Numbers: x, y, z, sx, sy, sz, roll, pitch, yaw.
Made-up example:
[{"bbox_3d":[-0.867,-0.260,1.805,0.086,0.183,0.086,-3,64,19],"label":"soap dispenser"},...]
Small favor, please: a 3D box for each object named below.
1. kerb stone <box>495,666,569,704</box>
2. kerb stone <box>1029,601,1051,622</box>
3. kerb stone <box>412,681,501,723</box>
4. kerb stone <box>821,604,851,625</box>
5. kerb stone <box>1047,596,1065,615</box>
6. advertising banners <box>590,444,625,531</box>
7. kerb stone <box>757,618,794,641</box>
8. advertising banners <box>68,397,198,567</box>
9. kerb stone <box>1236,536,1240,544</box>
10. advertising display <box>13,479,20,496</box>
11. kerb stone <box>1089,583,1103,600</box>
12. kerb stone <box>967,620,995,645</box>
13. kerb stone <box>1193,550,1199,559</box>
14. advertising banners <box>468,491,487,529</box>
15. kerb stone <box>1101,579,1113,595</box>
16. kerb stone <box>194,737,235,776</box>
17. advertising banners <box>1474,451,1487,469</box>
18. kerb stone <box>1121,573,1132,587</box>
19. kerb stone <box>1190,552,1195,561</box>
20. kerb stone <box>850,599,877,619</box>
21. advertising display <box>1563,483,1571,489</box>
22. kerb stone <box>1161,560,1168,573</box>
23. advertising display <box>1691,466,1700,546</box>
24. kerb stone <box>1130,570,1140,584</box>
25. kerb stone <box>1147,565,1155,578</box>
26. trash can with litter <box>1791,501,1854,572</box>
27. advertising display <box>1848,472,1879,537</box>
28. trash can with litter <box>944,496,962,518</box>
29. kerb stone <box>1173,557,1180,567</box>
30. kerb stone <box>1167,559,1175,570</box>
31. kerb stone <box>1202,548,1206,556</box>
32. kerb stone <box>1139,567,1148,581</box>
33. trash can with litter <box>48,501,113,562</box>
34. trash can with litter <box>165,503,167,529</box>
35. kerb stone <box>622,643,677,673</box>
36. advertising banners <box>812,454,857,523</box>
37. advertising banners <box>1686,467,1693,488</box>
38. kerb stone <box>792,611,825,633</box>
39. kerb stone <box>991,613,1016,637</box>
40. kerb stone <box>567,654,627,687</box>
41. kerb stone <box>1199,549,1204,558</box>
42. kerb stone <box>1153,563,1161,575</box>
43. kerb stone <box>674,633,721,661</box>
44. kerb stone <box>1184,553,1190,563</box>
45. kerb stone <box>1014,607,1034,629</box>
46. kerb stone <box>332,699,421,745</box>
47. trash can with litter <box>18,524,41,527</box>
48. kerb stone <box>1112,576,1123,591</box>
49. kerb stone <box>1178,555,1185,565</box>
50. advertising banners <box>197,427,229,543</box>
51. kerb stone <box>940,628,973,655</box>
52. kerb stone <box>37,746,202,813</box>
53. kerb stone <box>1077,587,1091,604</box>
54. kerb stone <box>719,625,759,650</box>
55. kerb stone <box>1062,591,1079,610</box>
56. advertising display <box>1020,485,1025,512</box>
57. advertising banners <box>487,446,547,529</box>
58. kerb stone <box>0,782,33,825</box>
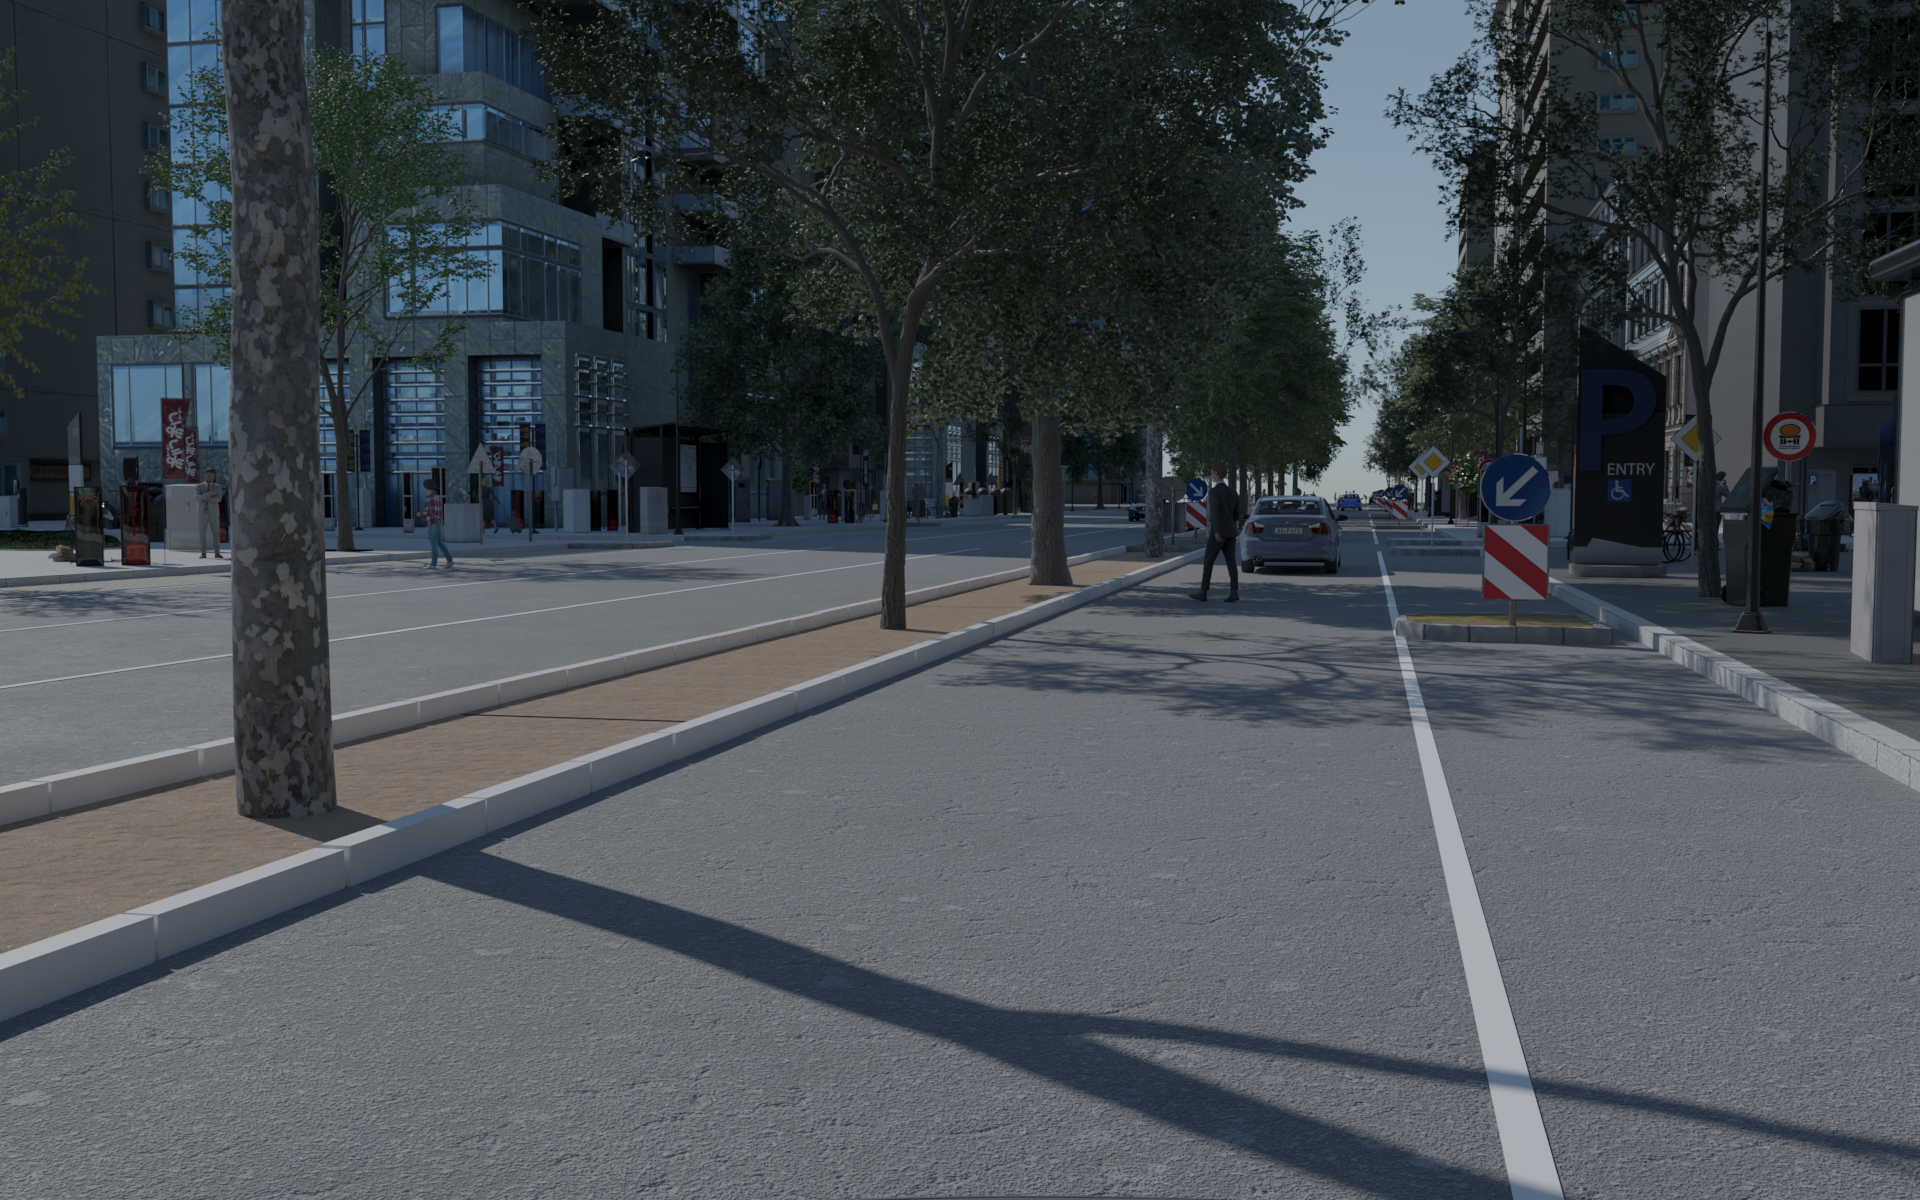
[{"bbox_3d":[-3.060,0.609,12.239,0.120,0.150,1.000,1,4,13],"label":"kerb stone"},{"bbox_3d":[0.861,0.147,19.795,0.120,0.150,1.000,1,4,13],"label":"kerb stone"},{"bbox_3d":[-3.293,0.671,11.240,0.120,0.150,1.000,1,4,13],"label":"kerb stone"},{"bbox_3d":[-1.437,0.182,19.227,0.120,0.150,1.000,1,4,13],"label":"kerb stone"},{"bbox_3d":[1.087,0.086,20.793,0.120,0.150,1.000,1,4,13],"label":"kerb stone"},{"bbox_3d":[-12.121,-3.917,60.227,0.090,3.025,2.074,3,4,37],"label":"advertising banners"},{"bbox_3d":[-1.897,0.306,17.229,0.120,0.150,1.000,1,4,13],"label":"kerb stone"},{"bbox_3d":[-14.859,-2.134,31.080,2.074,3.025,0.090,-3,4,-37],"label":"advertising banners"},{"bbox_3d":[8.427,-1.836,52.219,0.120,0.150,1.000,1,4,13],"label":"kerb stone"},{"bbox_3d":[-40.014,-4.176,73.491,0.123,1.923,0.974,-3,4,-36],"label":"advertising display"},{"bbox_3d":[1.791,-0.097,23.778,0.120,0.150,1.000,1,4,13],"label":"kerb stone"},{"bbox_3d":[0.156,0.332,16.799,0.120,0.150,1.000,1,4,13],"label":"kerb stone"},{"bbox_3d":[5.055,-0.948,37.764,0.120,0.150,1.000,1,4,13],"label":"kerb stone"},{"bbox_3d":[-17.565,-4.150,64.041,0.090,3.025,2.074,1,4,17],"label":"advertising banners"},{"bbox_3d":[2.026,-0.158,24.789,0.120,0.150,1.000,1,4,13],"label":"kerb stone"},{"bbox_3d":[-3.756,0.793,9.235,0.120,0.150,1.000,1,4,13],"label":"kerb stone"},{"bbox_3d":[21.936,-4.539,70.394,2.074,3.025,0.090,1,4,11],"label":"advertising banners"},{"bbox_3d":[2.491,-0.280,26.783,0.120,0.150,1.000,1,4,13],"label":"kerb stone"},{"bbox_3d":[4.820,-0.891,36.761,0.120,0.150,1.000,1,4,13],"label":"kerb stone"},{"bbox_3d":[-1.198,0.121,20.223,0.120,0.150,1.000,1,4,13],"label":"kerb stone"},{"bbox_3d":[35.759,-5.876,101.289,0.974,1.923,0.123,3,4,37],"label":"advertising display"},{"bbox_3d":[3.661,-0.585,31.774,0.120,0.150,1.000,1,4,13],"label":"kerb stone"},{"bbox_3d":[17.226,-2.157,40.487,0.123,1.923,0.974,2,4,29],"label":"advertising display"},{"bbox_3d":[2.727,-0.338,27.783,0.120,0.150,1.000,1,4,13],"label":"kerb stone"},{"bbox_3d":[3.187,-0.463,29.775,0.120,0.150,1.000,1,4,13],"label":"kerb stone"},{"bbox_3d":[14.206,-1.058,28.687,1.055,1.170,0.624,-2,4,-27],"label":"trash can with litter"},{"bbox_3d":[26.856,-2.823,51.377,0.974,1.923,0.123,0,4,-5],"label":"advertising display"},{"bbox_3d":[-0.434,-5.050,93.959,0.624,1.170,1.055,2,4,33],"label":"trash can with litter"},{"bbox_3d":[4.124,-0.708,33.770,0.120,0.150,1.000,1,4,13],"label":"kerb stone"},{"bbox_3d":[3.899,-0.647,32.769,0.120,0.150,1.000,1,4,13],"label":"kerb stone"},{"bbox_3d":[5.522,-1.074,39.754,0.120,0.150,1.000,1,4,13],"label":"kerb stone"},{"bbox_3d":[2.962,-0.403,28.778,0.120,0.150,1.000,1,4,13],"label":"kerb stone"},{"bbox_3d":[-16.812,-1.328,33.100,0.624,1.170,1.055,2,4,28],"label":"trash can with litter"},{"bbox_3d":[-29.385,-3.241,64.375,0.624,1.170,1.055,2,4,31],"label":"trash can with litter"},{"bbox_3d":[-2.594,0.489,14.233,0.120,0.150,1.000,1,4,13],"label":"kerb stone"},{"bbox_3d":[-5.567,-4.887,76.090,2.074,3.025,0.090,0,4,8],"label":"advertising banners"},{"bbox_3d":[32.720,-4.862,75.673,2.074,3.025,0.090,1,4,13],"label":"advertising banners"},{"bbox_3d":[-1.652,0.248,18.227,0.120,0.150,1.000,1,4,13],"label":"kerb stone"},{"bbox_3d":[0.394,0.270,17.794,0.120,0.150,1.000,1,4,13],"label":"kerb stone"},{"bbox_3d":[-2.825,0.552,13.237,0.120,0.150,1.000,1,4,13],"label":"kerb stone"},{"bbox_3d":[5.288,-1.013,38.759,0.120,0.150,1.000,1,4,13],"label":"kerb stone"},{"bbox_3d":[3.417,-0.523,30.771,0.120,0.150,1.000,1,4,13],"label":"kerb stone"},{"bbox_3d":[-2.361,0.429,15.229,0.120,0.150,1.000,1,4,13],"label":"kerb stone"},{"bbox_3d":[4.590,-0.830,35.765,0.120,0.150,1.000,1,4,13],"label":"kerb stone"},{"bbox_3d":[0.624,0.217,18.796,0.120,0.150,1.000,1,4,13],"label":"kerb stone"},{"bbox_3d":[-3.522,0.732,10.230,0.120,0.150,1.000,1,4,13],"label":"kerb stone"},{"bbox_3d":[-36.677,-3.411,66.831,2.233,1.210,1.678,0,4,8],"label":"trash can with litter"},{"bbox_3d":[2.254,-0.220,25.789,0.120,0.150,1.000,1,4,13],"label":"kerb stone"},{"bbox_3d":[4.353,-0.767,34.766,0.120,0.150,1.000,1,4,13],"label":"kerb stone"},{"bbox_3d":[-19.404,-3.008,45.369,0.090,3.025,2.074,3,5,42],"label":"advertising banners"},{"bbox_3d":[-0.072,0.391,15.799,0.120,0.150,1.000,1,4,13],"label":"kerb stone"},{"bbox_3d":[-3.998,0.854,8.232,0.120,0.150,1.000,1,4,13],"label":"kerb stone"},{"bbox_3d":[1.552,-0.036,22.784,0.120,0.150,1.000,1,4,13],"label":"kerb stone"},{"bbox_3d":[-2.132,0.371,16.234,0.120,0.150,1.000,1,4,13],"label":"kerb stone"},{"bbox_3d":[1.327,0.025,21.787,0.120,0.150,1.000,1,4,13],"label":"kerb stone"},{"bbox_3d":[4.456,-7.257,123.869,0.123,1.923,0.974,1,4,15],"label":"advertising display"},{"bbox_3d":[-16.233,-4.126,63.641,2.074,3.025,0.090,-2,4,-26],"label":"advertising banners"},{"bbox_3d":[-4.228,0.916,7.236,0.120,0.150,1.000,1,4,13],"label":"kerb stone"}]
